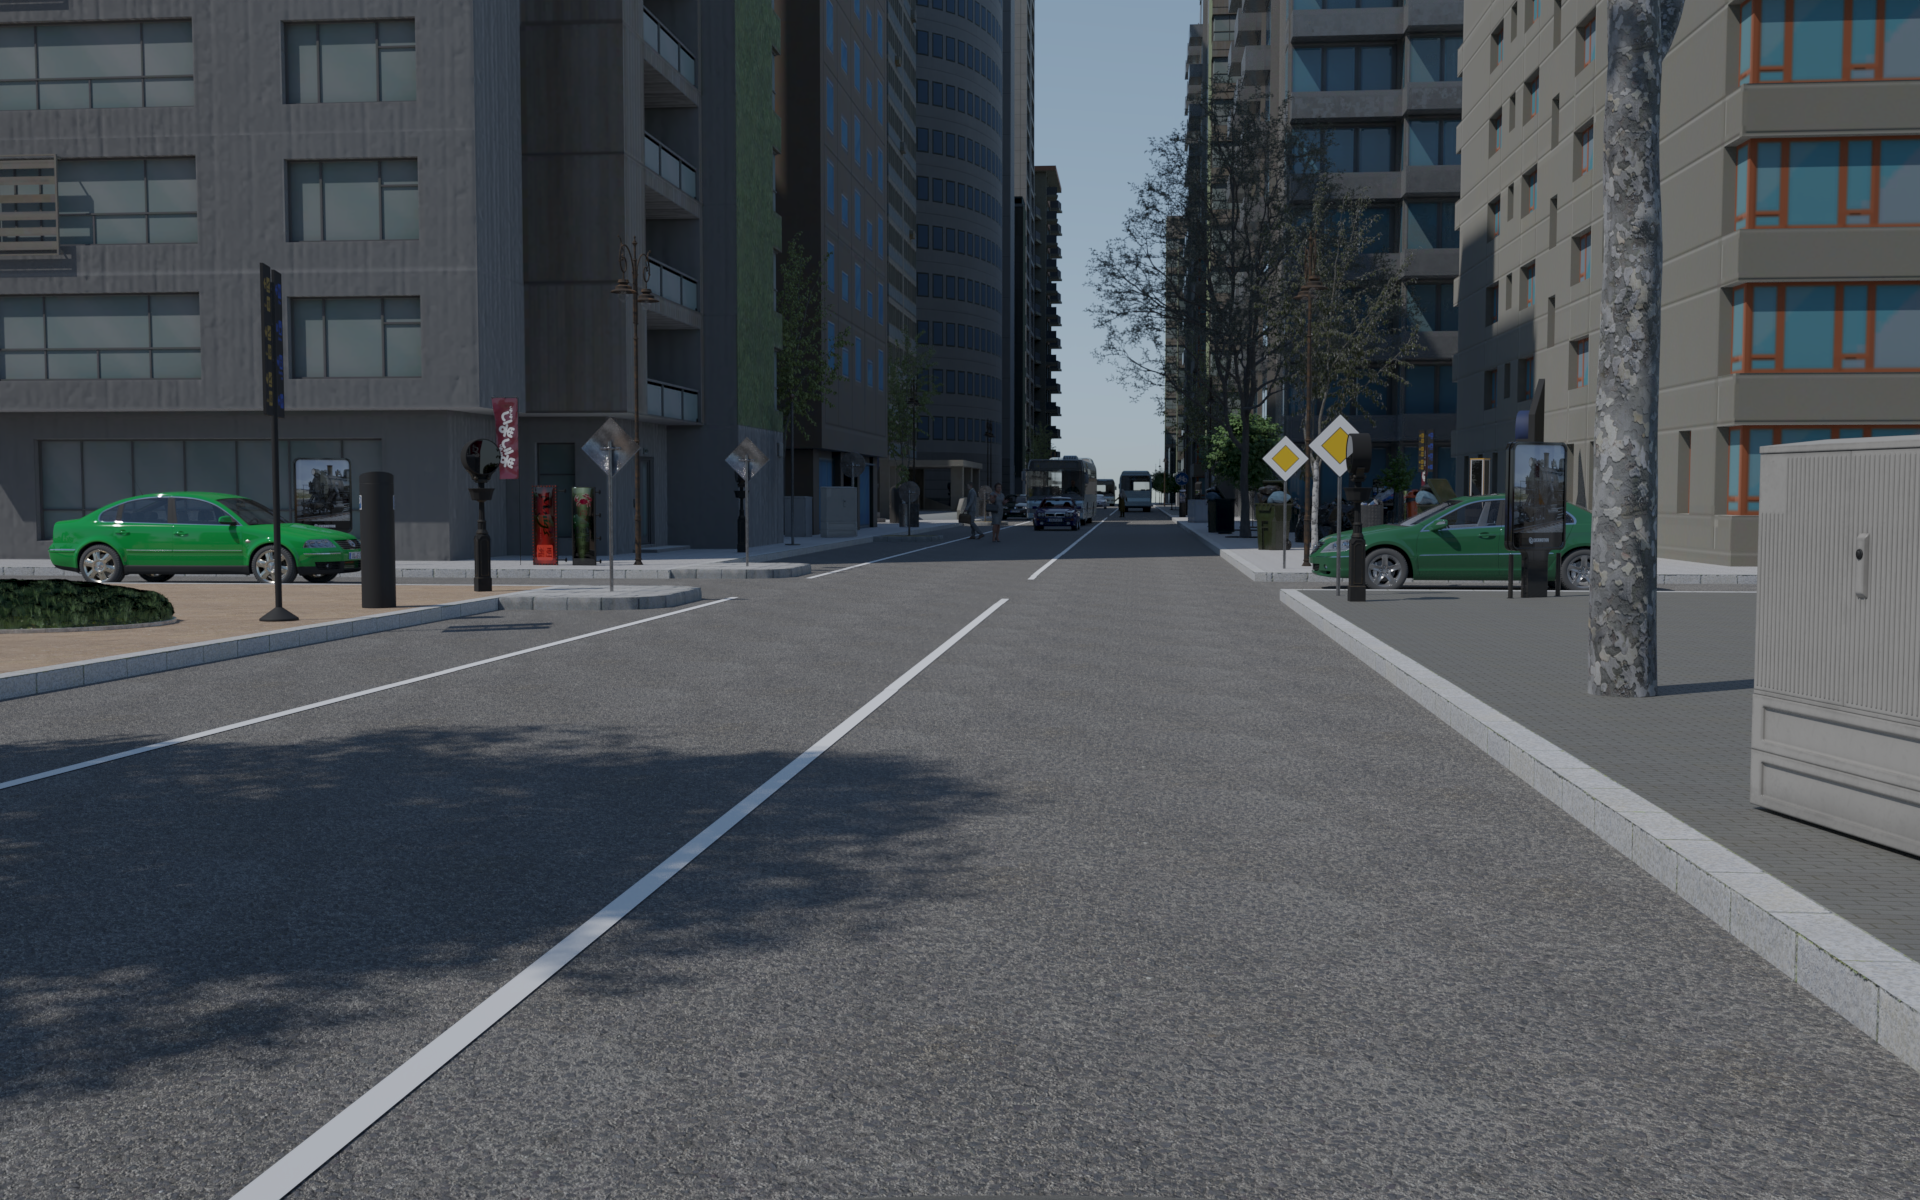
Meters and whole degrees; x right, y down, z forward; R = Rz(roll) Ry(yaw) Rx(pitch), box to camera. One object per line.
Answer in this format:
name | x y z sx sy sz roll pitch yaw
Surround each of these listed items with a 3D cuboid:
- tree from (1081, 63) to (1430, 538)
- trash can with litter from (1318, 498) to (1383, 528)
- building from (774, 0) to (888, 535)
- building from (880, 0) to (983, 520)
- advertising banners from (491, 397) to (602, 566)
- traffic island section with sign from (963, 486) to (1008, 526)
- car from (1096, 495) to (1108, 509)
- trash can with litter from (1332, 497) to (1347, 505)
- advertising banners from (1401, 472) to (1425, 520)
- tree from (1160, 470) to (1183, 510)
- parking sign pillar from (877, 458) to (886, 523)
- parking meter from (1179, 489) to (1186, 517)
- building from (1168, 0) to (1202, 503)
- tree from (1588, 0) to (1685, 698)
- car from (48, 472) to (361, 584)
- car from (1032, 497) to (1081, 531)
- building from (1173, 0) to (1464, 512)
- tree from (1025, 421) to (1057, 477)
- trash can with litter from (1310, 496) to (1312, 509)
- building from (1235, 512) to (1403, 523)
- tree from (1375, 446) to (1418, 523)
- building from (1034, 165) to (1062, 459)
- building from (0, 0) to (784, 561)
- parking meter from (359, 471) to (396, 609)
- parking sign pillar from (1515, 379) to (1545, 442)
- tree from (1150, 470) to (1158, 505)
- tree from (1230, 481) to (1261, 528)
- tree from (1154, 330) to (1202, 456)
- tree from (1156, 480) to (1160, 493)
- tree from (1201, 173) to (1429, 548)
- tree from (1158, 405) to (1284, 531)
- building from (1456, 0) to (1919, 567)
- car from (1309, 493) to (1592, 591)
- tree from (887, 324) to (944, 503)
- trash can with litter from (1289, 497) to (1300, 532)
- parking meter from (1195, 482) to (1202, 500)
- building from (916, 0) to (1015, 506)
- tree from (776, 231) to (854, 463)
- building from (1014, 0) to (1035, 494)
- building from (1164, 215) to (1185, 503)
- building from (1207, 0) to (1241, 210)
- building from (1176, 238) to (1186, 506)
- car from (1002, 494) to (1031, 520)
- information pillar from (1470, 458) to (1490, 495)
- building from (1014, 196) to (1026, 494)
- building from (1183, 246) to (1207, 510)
tree | 8.211 -8.561 50.345 12.009 13.543 11.850 0 3 0
trash can with litter | 8.049 -1.313 32.526 2.233 1.210 1.678 2 4 25
building | -10.409 -25.070 60.009 14.600 45.320 14.200 0 4 6
building | -15.303 -24.567 93.558 32.217 40.220 23.993 0 4 6
advertising banners | -7.435 -2.135 31.096 2.074 3.025 0.090 1 4 13
traffic island section with sign | 1.201 -4.348 79.718 1.989 1.847 2.006 0 4 6
car | 13.250 -9.482 167.392 2.083 1.381 4.827 0 4 4
trash can with litter | 16.055 -3.733 72.422 1.055 1.170 0.624 -3 4 -38
advertising banners | 16.501 -4.074 62.805 0.090 3.025 2.074 -1 4 -10
tree | 17.084 -8.779 138.138 1.663 3.219 1.824 0 3 0
parking sign pillar | -4.075 -5.496 78.332 1.447 3.967 1.447 1 4 22
parking meter | 12.276 -5.329 95.536 0.372 1.533 0.369 0 3 0
building | 39.571 -56.154 230.786 22.319 86.520 31.000 0 4 6
tree | 4.736 -9.371 9.109 12.611 20.169 13.585 0 3 0
car | -11.778 -1.130 27.269 4.718 1.807 1.959 0 4 4
car | 3.875 -3.446 68.915 1.945 1.354 3.894 0 4 6
building | 32.261 -33.166 161.876 23.786 49.044 30.456 0 4 6
tree | 7.719 -13.667 173.824 4.737 8.622 4.395 0 3 0
trash can with litter | 14.151 -3.637 70.523 1.678 1.210 2.233 -3 5 -40
building | 25.138 -28.603 87.274 23.786 49.044 30.456 0 4 6
tree | 17.563 -4.597 69.757 1.663 3.219 1.824 0 3 0
building | 1.934 -34.962 226.247 22.147 44.769 28.867 0 4 6
building | -12.301 -21.683 38.110 14.154 41.232 14.086 0 4 6
parking meter | -6.570 -0.681 19.543 0.372 1.533 0.369 0 3 0
parking sign pillar | 13.163 -3.153 40.022 1.447 3.967 1.447 2 4 27
tree | 24.478 -13.918 211.279 4.285 4.588 4.351 0 3 0
tree | 11.215 -4.356 65.828 1.663 3.219 1.824 0 3 0
tree | 10.237 -7.395 71.264 4.360 8.622 3.978 0 3 0
tree | 23.674 -12.706 202.348 1.663 3.219 1.824 0 3 0
tree | 8.618 -5.534 40.837 4.360 8.622 3.978 0 3 0
tree | 10.113 -4.711 60.743 4.285 4.588 4.351 0 3 0
building | 29.390 -12.060 42.217 28.899 21.520 27.650 0 4 6
car | 7.731 -0.863 25.914 4.920 1.459 2.131 0 4 7
tree | -2.639 -7.577 74.240 4.737 8.622 4.395 0 3 0
trash can with litter | 10.826 -2.836 57.756 1.055 1.170 0.624 1 4 14
parking meter | 11.376 -4.709 82.696 0.255 1.863 0.399 1 4 22
building | -7.684 -35.336 119.747 21.231 58.520 28.212 0 4 6
tree | -5.148 -6.059 49.434 4.737 8.622 4.395 0 3 0
building | 0.365 -46.638 200.780 20.563 71.187 20.611 0 4 6
building | 37.224 -34.950 255.023 14.154 41.232 14.086 0 4 6
building | 22.923 -26.162 111.340 14.154 41.232 14.086 0 4 6
building | 31.563 -25.950 195.977 14.160 30.474 14.107 0 4 6
car | 3.177 -5.333 96.980 2.009 1.686 4.222 0 4 4
information pillar | 10.734 -1.915 35.796 0.304 2.012 0.304 3 5 41
building | -1.263 -23.863 161.859 14.160 30.474 14.107 0 4 6
building | 31.431 -17.590 132.641 27.650 21.520 28.899 0 4 6
